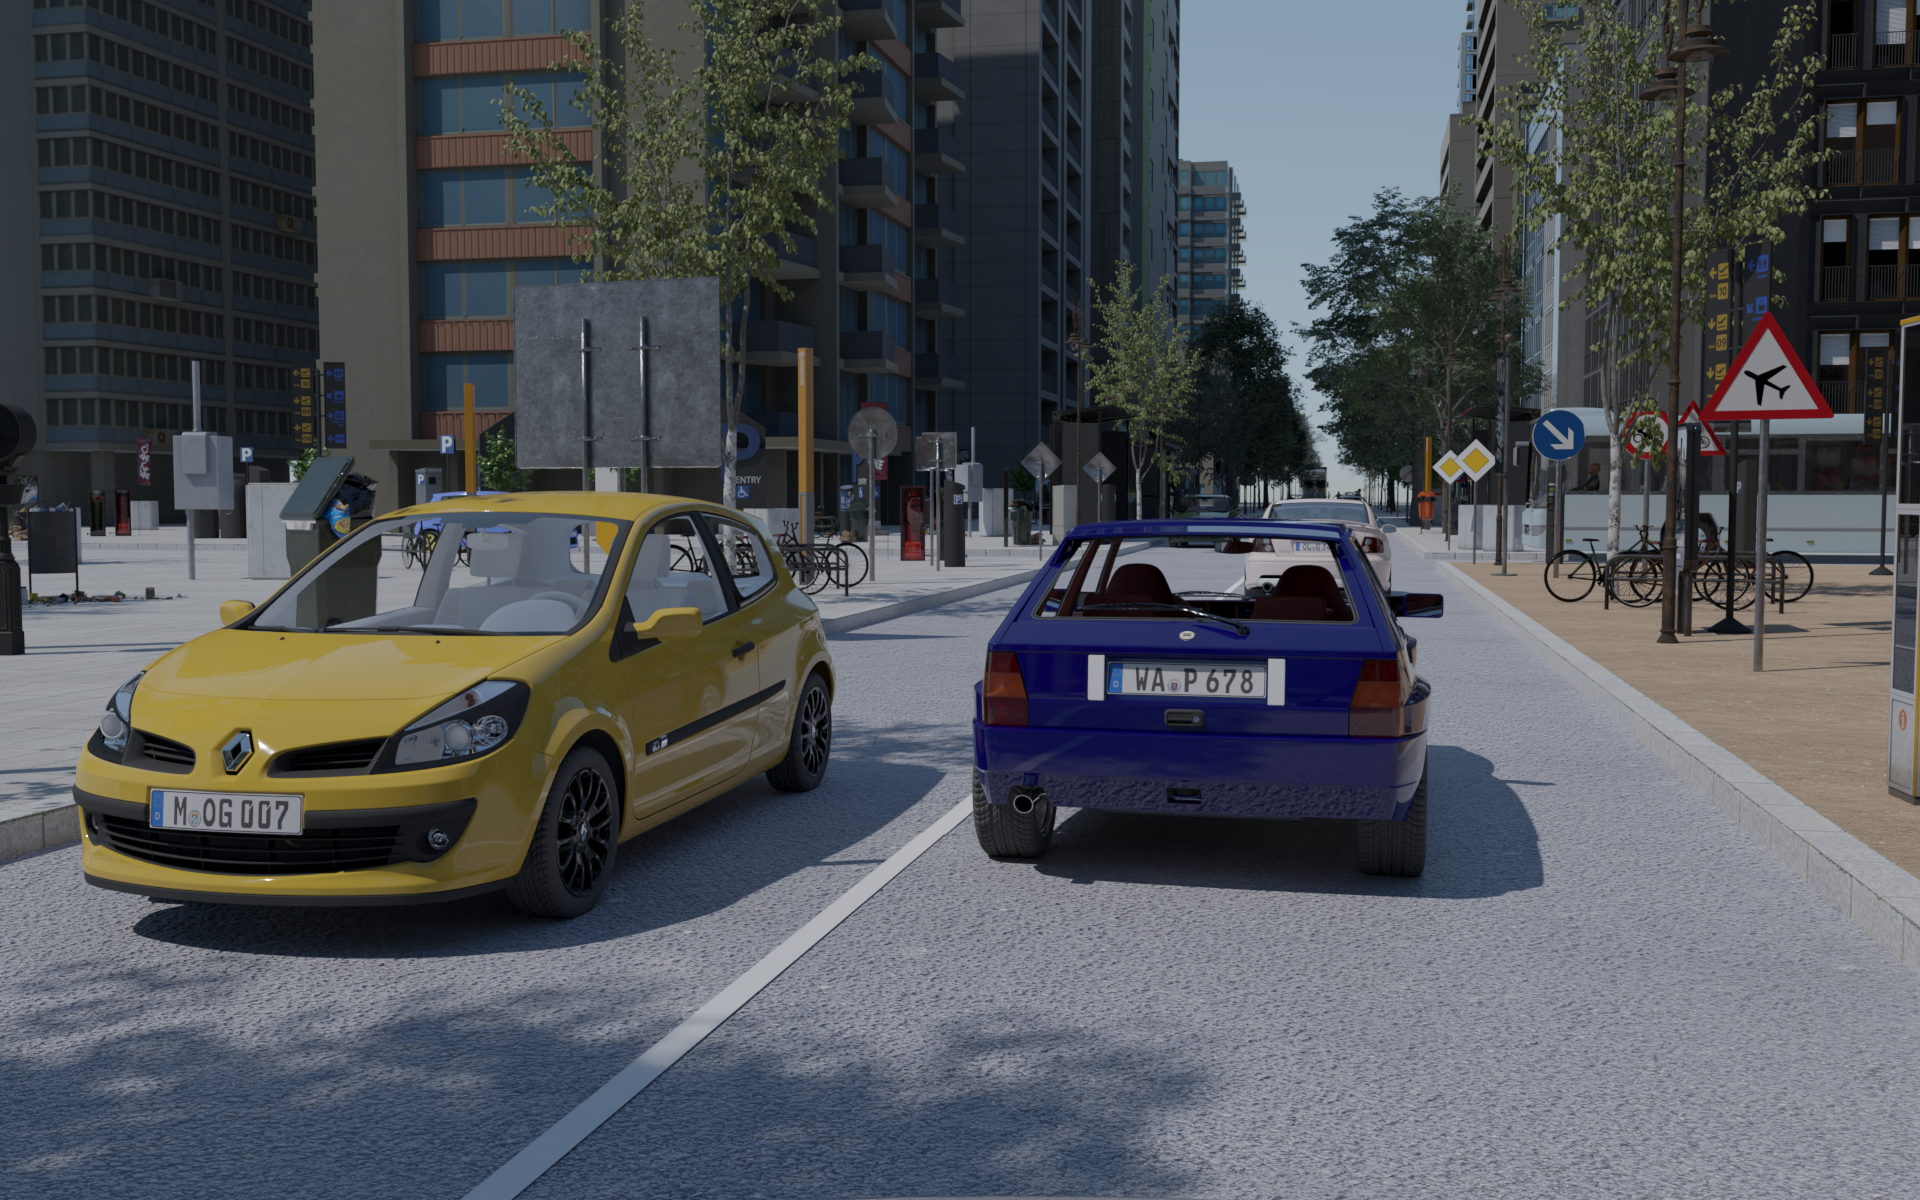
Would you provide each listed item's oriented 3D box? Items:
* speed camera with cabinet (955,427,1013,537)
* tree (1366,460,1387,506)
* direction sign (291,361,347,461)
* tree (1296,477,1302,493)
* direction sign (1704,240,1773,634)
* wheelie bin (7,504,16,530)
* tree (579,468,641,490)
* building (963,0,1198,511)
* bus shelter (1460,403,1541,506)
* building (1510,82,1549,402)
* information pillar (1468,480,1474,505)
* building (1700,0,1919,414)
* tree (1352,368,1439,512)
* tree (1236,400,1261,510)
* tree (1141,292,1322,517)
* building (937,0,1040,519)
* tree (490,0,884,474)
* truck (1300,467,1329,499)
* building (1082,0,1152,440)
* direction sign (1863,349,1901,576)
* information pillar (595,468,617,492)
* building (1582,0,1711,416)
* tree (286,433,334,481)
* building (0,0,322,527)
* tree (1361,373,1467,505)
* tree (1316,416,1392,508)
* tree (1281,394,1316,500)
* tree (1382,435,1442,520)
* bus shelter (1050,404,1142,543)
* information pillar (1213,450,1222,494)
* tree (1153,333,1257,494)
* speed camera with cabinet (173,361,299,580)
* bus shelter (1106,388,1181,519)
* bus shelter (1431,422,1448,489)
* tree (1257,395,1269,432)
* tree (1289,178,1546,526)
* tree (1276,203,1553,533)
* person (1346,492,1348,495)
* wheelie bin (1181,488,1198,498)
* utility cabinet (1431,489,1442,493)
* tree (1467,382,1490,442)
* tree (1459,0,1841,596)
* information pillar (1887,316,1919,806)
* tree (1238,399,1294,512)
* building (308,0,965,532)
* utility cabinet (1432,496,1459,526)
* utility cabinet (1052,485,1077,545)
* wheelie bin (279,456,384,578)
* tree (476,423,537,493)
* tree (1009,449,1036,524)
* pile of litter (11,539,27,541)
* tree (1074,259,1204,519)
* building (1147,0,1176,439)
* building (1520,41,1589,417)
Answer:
[{"bbox_3d":[0.727,-3.524,51.957,0.660,3.252,2.038,3,5,43],"label":"speed camera with cabinet"},{"bbox_3d":[44.536,-14.149,181.703,4.737,8.622,4.395,0,3,0],"label":"tree"},{"bbox_3d":[-10.977,-2.307,29.711,0.876,3.537,0.379,-1,4,-11],"label":"direction sign"},{"bbox_3d":[49.359,-18.357,250.499,4.360,8.622,3.978,0,3,0],"label":"tree"},{"bbox_3d":[7.142,-1.466,15.972,0.379,3.537,0.876,-1,4,-13],"label":"direction sign"},{"bbox_3d":[-33.341,-3.267,61.326,0.980,1.594,0.693,3,5,40],"label":"wheelie bin"},{"bbox_3d":[-9.434,-3.228,47.386,1.663,3.219,1.824,0,3,0],"label":"tree"},{"bbox_3d":[12.790,-44.630,167.950,20.563,71.187,20.611,1,4,13],"label":"building"},{"bbox_3d":[14.766,-3.440,47.520,1.731,3.624,6.357,1,4,13],"label":"bus shelter"},{"bbox_3d":[46.476,-21.531,123.730,14.160,30.474,14.107,1,4,13],"label":"building"},{"bbox_3d":[26.819,-5.276,90.756,0.304,2.012,0.304,-1,4,-10],"label":"information pillar"},{"bbox_3d":[30.534,-13.375,48.359,15.834,23.373,12.332,1,4,13],"label":"building"},{"bbox_3d":[31.664,-12.299,126.836,9.928,11.665,9.643,0,3,0],"label":"tree"},{"bbox_3d":[24.927,-12.787,143.474,8.767,10.594,7.601,1,4,16],"label":"tree"},{"bbox_3d":[15.532,-11.112,98.687,9.611,12.733,9.660,0,3,0],"label":"tree"},{"bbox_3d":[-1.592,-40.331,97.661,20.563,71.187,20.611,1,4,13],"label":"building"},{"bbox_3d":[-2.873,-4.259,20.005,4.737,8.622,4.395,0,3,0],"label":"tree"},{"bbox_3d":[36.902,-11.699,180.189,2.839,4.237,11.283,1,4,12],"label":"truck"},{"bbox_3d":[5.908,-26.969,124.531,14.154,41.232,14.086,1,4,13],"label":"building"},{"bbox_3d":[14.600,-2.160,27.321,0.876,3.537,0.379,-1,4,-17],"label":"direction sign"},{"bbox_3d":[-5.151,-2.088,25.491,0.504,3.616,0.183,2,4,29],"label":"information pillar"},{"bbox_3d":[36.818,-17.372,77.541,14.314,27.812,24.014,1,4,13],"label":"building"},{"bbox_3d":[-19.945,-3.589,53.281,1.663,3.219,1.824,0,3,0],"label":"tree"},{"bbox_3d":[-43.354,-23.439,75.103,23.993,40.220,32.217,1,4,13],"label":"building"},{"bbox_3d":[26.272,-9.191,100.633,4.360,8.622,3.978,0,3,0],"label":"tree"},{"bbox_3d":[39.857,-15.325,160.937,12.009,13.543,11.850,0,3,0],"label":"tree"},{"bbox_3d":[38.181,-17.960,204.017,12.009,13.543,11.850,0,3,0],"label":"tree"},{"bbox_3d":[22.850,-6.291,86.572,4.285,4.588,4.351,0,3,0],"label":"tree"},{"bbox_3d":[3.853,-3.498,48.476,1.731,3.624,6.357,1,4,13],"label":"bus shelter"},{"bbox_3d":[13.688,-6.171,92.248,0.504,3.616,0.183,-2,4,-24],"label":"information pillar"},{"bbox_3d":[10.548,-7.865,78.948,4.360,8.622,3.978,0,3,0],"label":"tree"},{"bbox_3d":[-10.677,-1.939,26.039,2.038,3.252,0.660,0,4,0],"label":"speed camera with cabinet"},{"bbox_3d":[7.129,-5.513,67.776,2.179,5.291,8.768,1,4,13],"label":"bus shelter"},{"bbox_3d":[25.383,-7.092,93.592,2.179,5.291,8.768,1,4,13],"label":"bus shelter"},{"bbox_3d":[12.903,-8.264,85.478,4.360,8.622,3.978,0,3,0],"label":"tree"},{"bbox_3d":[18.385,-9.971,69.680,9.857,13.997,8.962,0,3,0],"label":"tree"},{"bbox_3d":[15.606,-7.464,56.445,7.601,10.594,8.767,-1,4,-12],"label":"tree"},{"bbox_3d":[54.611,-14.406,244.868,0.721,1.723,1.217,0,4,1],"label":"person"},{"bbox_3d":[11.123,-4.637,83.723,0.980,1.594,0.693,1,4,12],"label":"wheelie bin"},{"bbox_3d":[22.180,-4.455,81.526,1.173,1.500,0.318,3,5,40],"label":"utility cabinet"},{"bbox_3d":[32.502,-9.623,107.698,4.360,8.622,3.978,0,3,0],"label":"tree"},{"bbox_3d":[8.475,-4.354,21.546,4.737,8.622,4.395,0,3,0],"label":"tree"},{"bbox_3d":[4.090,-0.165,7.188,0.304,2.012,0.304,1,4,8],"label":"information pillar"},{"bbox_3d":[20.688,-10.394,120.298,4.737,8.622,4.395,0,3,0],"label":"tree"},{"bbox_3d":[-12.179,-25.243,67.344,22.147,44.769,28.867,1,4,13],"label":"building"},{"bbox_3d":[19.691,-3.615,70.270,1.020,1.237,0.306,1,4,18],"label":"utility cabinet"},{"bbox_3d":[2.618,-2.127,43.452,0.318,1.500,1.173,1,4,19],"label":"utility cabinet"},{"bbox_3d":[-5.314,-0.415,14.701,0.980,1.594,0.693,3,5,42],"label":"wheelie bin"},{"bbox_3d":[-12.322,-3.211,47.102,1.663,3.219,1.824,0,3,0],"label":"tree"},{"bbox_3d":[2.725,-4.878,74.353,1.663,3.219,1.824,0,3,0],"label":"tree"},{"bbox_3d":[-25.650,-2.078,47.932,1.176,0.858,1.719,2,4,27],"label":"pile of litter"},{"bbox_3d":[5.613,-6.339,54.000,4.737,8.622,4.395,0,3,0],"label":"tree"},{"bbox_3d":[3.623,-34.050,145.948,28.713,52.752,27.495,1,4,13],"label":"building"},{"bbox_3d":[39.540,-17.216,99.497,12.078,24.808,19.932,1,4,13],"label":"building"}]
